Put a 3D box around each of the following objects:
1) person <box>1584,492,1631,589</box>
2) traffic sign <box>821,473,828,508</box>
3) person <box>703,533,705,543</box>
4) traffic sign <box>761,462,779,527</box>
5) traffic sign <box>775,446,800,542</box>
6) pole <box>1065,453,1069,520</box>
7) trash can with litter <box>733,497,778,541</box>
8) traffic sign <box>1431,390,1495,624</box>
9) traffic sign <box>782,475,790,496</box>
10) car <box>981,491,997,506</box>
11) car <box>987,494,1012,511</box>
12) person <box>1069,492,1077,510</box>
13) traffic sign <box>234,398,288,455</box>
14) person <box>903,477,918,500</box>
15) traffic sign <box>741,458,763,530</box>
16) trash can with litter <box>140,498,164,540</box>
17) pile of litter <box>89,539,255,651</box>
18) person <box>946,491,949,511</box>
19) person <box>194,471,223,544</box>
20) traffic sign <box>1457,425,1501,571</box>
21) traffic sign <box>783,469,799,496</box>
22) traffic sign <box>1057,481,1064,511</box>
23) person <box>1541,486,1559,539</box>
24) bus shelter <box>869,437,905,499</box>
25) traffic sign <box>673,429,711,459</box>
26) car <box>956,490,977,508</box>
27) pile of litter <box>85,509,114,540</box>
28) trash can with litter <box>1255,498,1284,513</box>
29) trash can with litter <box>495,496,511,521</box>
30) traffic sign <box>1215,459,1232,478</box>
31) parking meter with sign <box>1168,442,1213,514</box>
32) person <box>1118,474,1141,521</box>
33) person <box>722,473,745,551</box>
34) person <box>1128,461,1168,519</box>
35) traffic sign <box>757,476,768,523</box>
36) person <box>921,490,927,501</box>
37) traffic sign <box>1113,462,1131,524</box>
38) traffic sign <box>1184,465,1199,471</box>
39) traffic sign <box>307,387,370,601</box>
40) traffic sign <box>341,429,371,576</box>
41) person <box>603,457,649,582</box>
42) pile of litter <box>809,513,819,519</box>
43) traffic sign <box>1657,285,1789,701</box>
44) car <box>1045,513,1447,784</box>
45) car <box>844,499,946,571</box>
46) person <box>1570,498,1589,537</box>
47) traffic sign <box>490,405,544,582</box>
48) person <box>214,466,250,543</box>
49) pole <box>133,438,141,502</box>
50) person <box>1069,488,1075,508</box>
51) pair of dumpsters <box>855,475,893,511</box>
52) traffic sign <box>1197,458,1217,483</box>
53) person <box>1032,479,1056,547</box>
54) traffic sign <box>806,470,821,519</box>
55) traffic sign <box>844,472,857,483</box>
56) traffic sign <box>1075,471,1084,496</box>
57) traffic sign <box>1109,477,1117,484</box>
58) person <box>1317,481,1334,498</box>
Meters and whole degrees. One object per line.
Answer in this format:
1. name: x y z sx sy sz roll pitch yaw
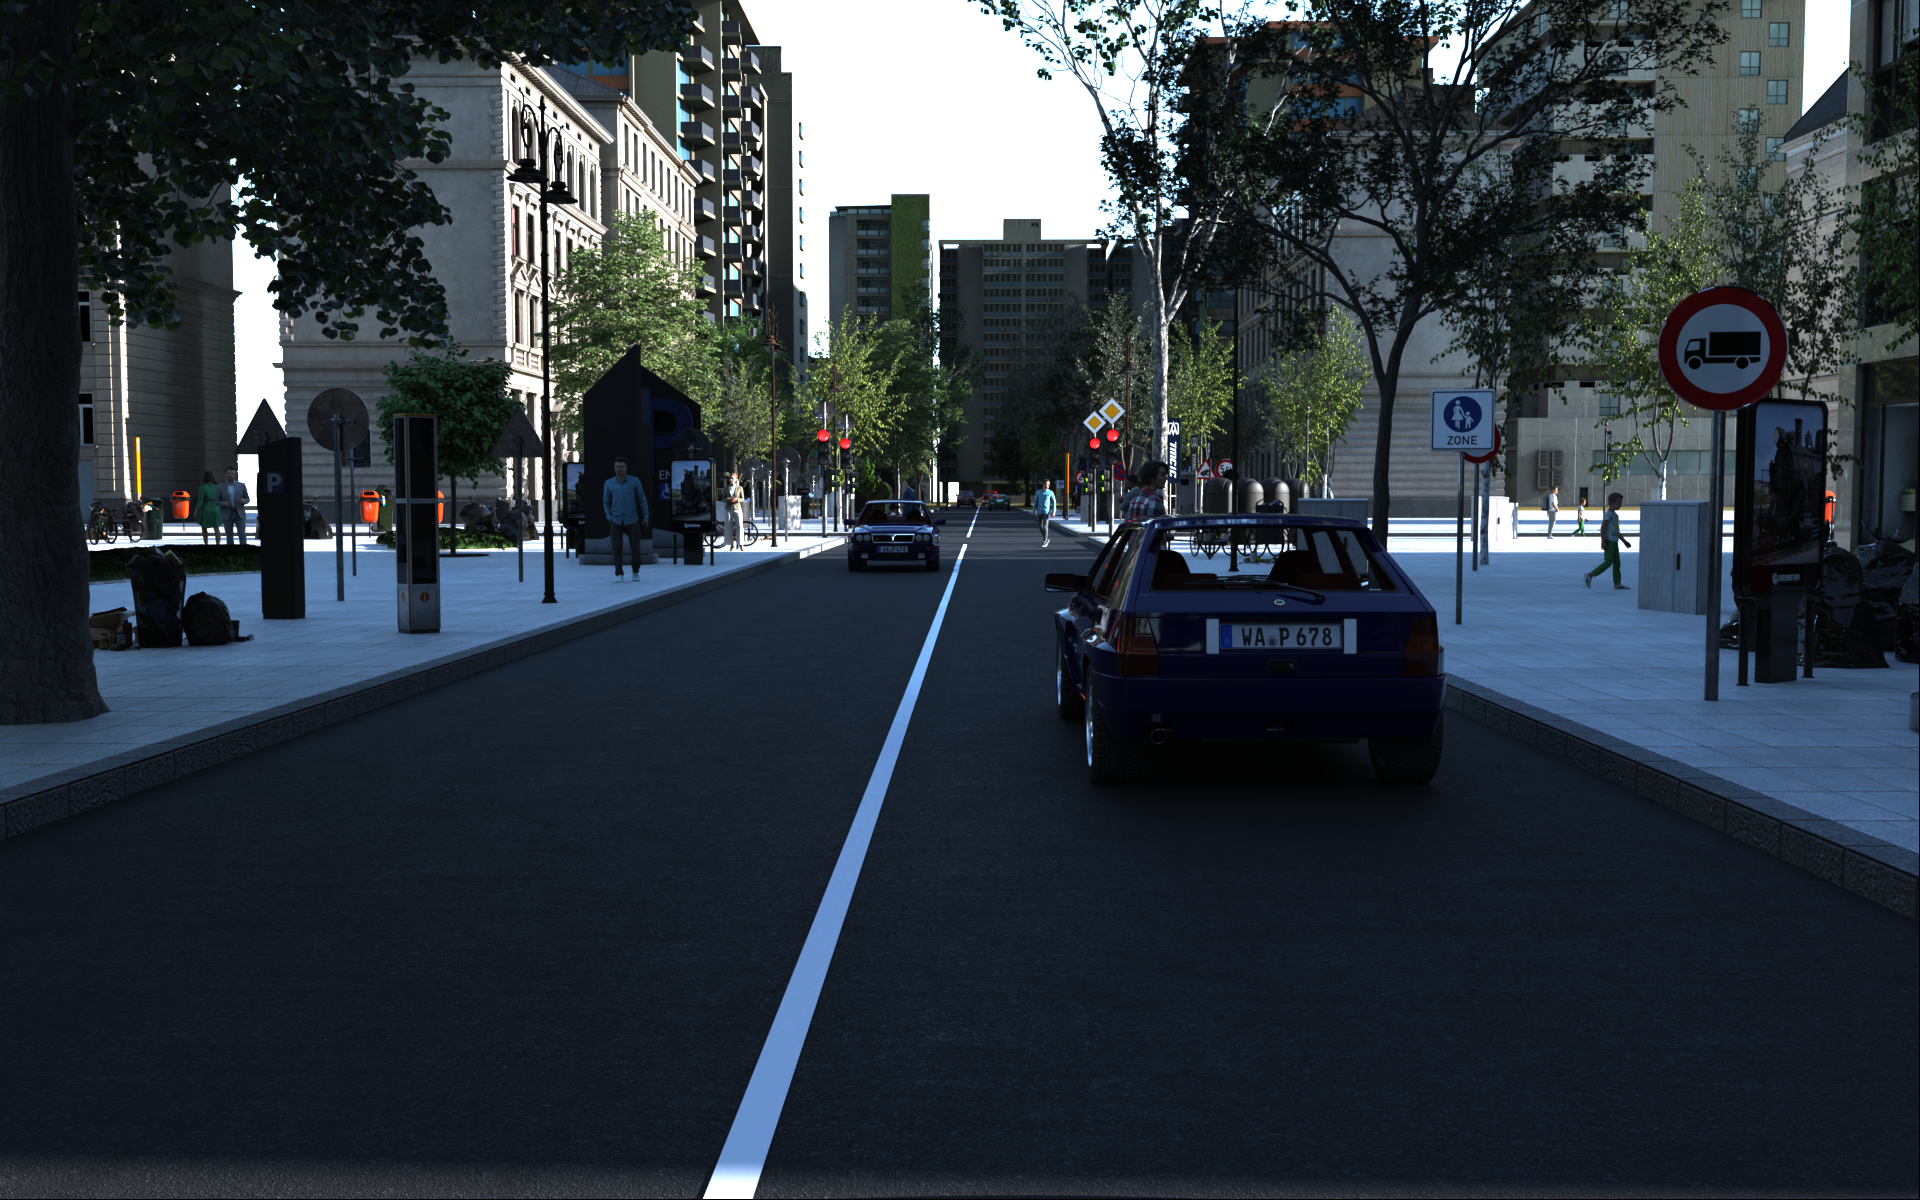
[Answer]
1. person: 8.748 -0.800 23.378 0.590 1.304 0.306 1 4 20
2. traffic sign: -8.455 -6.461 105.751 0.768 2.556 0.104 0 4 8
3. person: -6.041 -2.078 39.376 0.474 1.900 0.648 -3 5 -44
4. traffic sign: -7.490 -4.149 67.941 0.768 2.556 0.104 0 4 7
5. traffic sign: -4.655 -2.829 46.354 0.768 2.556 0.104 0 4 5
6. pole: 5.329 -5.664 86.446 0.158 3.312 0.155 0 3 0
7. trash can with litter: -5.684 -2.262 48.043 1.678 1.210 2.233 2 4 29
8. traffic sign: 4.907 -0.908 16.979 0.606 2.300 0.079 1 4 10
9. traffic sign: -8.059 -5.004 81.918 0.768 2.556 0.104 1 4 9
10. car: 3.693 -12.241 208.818 2.281 1.827 5.304 0 4 2
11. car: 3.337 -8.276 147.108 2.131 1.459 4.920 0 4 1
12. person: 9.176 -7.887 135.731 1.217 1.736 0.721 1 4 10
13. traffic sign: -9.416 -1.436 23.485 0.884 2.594 0.081 0 4 4
14. person: -1.059 -1.784 37.850 0.419 1.800 0.721 0 4 -3
15. traffic sign: -7.386 -3.757 61.538 0.768 2.556 0.104 0 4 2
16. trash can with litter: -22.800 -2.280 48.666 0.624 1.170 1.055 -3 5 -43
17. pile of litter: -6.921 -0.046 14.725 1.719 0.858 1.176 -2 4 -24
18. person: -1.024 -8.552 149.040 0.721 1.736 1.217 0 4 -5
19. person: -16.554 -1.953 38.215 0.529 1.795 0.600 2 4 35
20. traffic sign: 8.609 -1.760 28.877 0.768 2.556 0.104 0 4 5
21. traffic sign: -7.697 -4.820 78.907 0.768 2.556 0.104 1 4 8
22. traffic sign: 7.528 -7.792 129.535 0.606 2.300 0.079 0 4 7
23. person: 16.928 -2.503 49.565 0.523 1.515 0.503 -2 4 -35
24. bus shelter: -5.242 -8.998 124.748 2.179 5.291 8.768 0 4 1
25. traffic sign: -5.213 -2.054 33.692 0.768 2.556 0.104 0 4 8
26. car: 0.662 -10.752 184.464 2.281 1.827 5.304 0 4 -1
27. pile of litter: -24.583 -2.143 49.002 1.176 0.858 1.719 -2 4 -23
28. trash can with litter: 6.178 -1.298 32.283 2.233 1.210 1.678 0 4 -3
29. trash can with litter: -16.100 -2.962 59.479 2.233 1.210 1.678 -3 4 -37
30. traffic sign: 9.670 -3.849 63.033 0.768 2.556 0.104 0 4 6
31. parking meter with sign: 7.542 -3.774 57.959 1.738 3.016 0.543 0 3 0
32. person: 3.117 -1.399 31.556 0.466 1.800 0.511 2 4 28
33. person: -5.112 -1.983 39.014 0.519 1.759 0.362 0 4 -3
34. person: 1.585 -0.347 15.014 0.643 1.720 0.563 -1 4 -12
35. traffic sign: -8.678 -4.676 76.553 0.768 2.556 0.104 1 4 9
36. person: -4.131 -11.182 189.554 1.217 1.739 0.721 -3 4 -37
37. traffic sign: 6.310 -4.149 67.936 0.768 2.556 0.104 0 4 8
38. traffic sign: 9.993 -4.548 74.464 0.768 2.556 0.104 0 4 5
39. traffic sign: -7.439 -1.261 20.730 0.768 2.556 0.104 0 4 5
40. traffic sign: -9.515 -1.531 27.157 0.606 2.300 0.079 1 4 10
41. person: -4.885 -1.180 25.359 0.660 1.820 0.620 -1 4 -9
42. pile of litter: -8.123 -4.738 91.431 1.176 0.858 1.719 -2 4 -30
43. traffic sign: 4.674 -0.648 10.698 0.768 2.556 0.104 1 4 8
44. car: 1.483 0.164 9.901 1.945 1.354 3.894 0 4 0
45. car: -1.247 -1.278 33.476 1.945 1.354 3.894 0 4 -1
46. person: 19.531 -2.559 54.584 0.590 1.304 0.306 0 4 1
47. traffic sign: -6.418 -1.544 25.256 0.884 2.594 0.081 0 4 2
48. person: -13.271 -1.552 31.612 0.606 1.804 0.583 -2 4 -25
49. pole: -29.712 -4.203 62.561 0.158 3.312 0.155 0 3 0
50. person: 10.290 -9.208 156.561 1.348 1.831 0.705 1 4 14
51. pair of dumpsters: -4.282 -5.278 88.788 1.574 2.255 4.437 0 4 1
52. traffic sign: 8.861 -3.826 62.554 0.884 2.594 0.081 0 4 6
53. person: 2.353 -2.386 47.375 0.638 1.841 0.748 2 4 31
54. traffic sign: -7.619 -5.493 89.915 0.768 2.556 0.104 1 4 10
55. traffic sign: -5.020 -4.732 79.501 0.606 2.300 0.079 0 4 6
56. traffic sign: 6.689 -5.799 94.916 0.768 2.556 0.104 1 4 9
57. traffic sign: 10.450 -7.193 117.719 0.768 2.556 0.104 0 4 3
58. person: 14.424 -3.837 68.765 0.794 1.824 0.713 1 4 10
